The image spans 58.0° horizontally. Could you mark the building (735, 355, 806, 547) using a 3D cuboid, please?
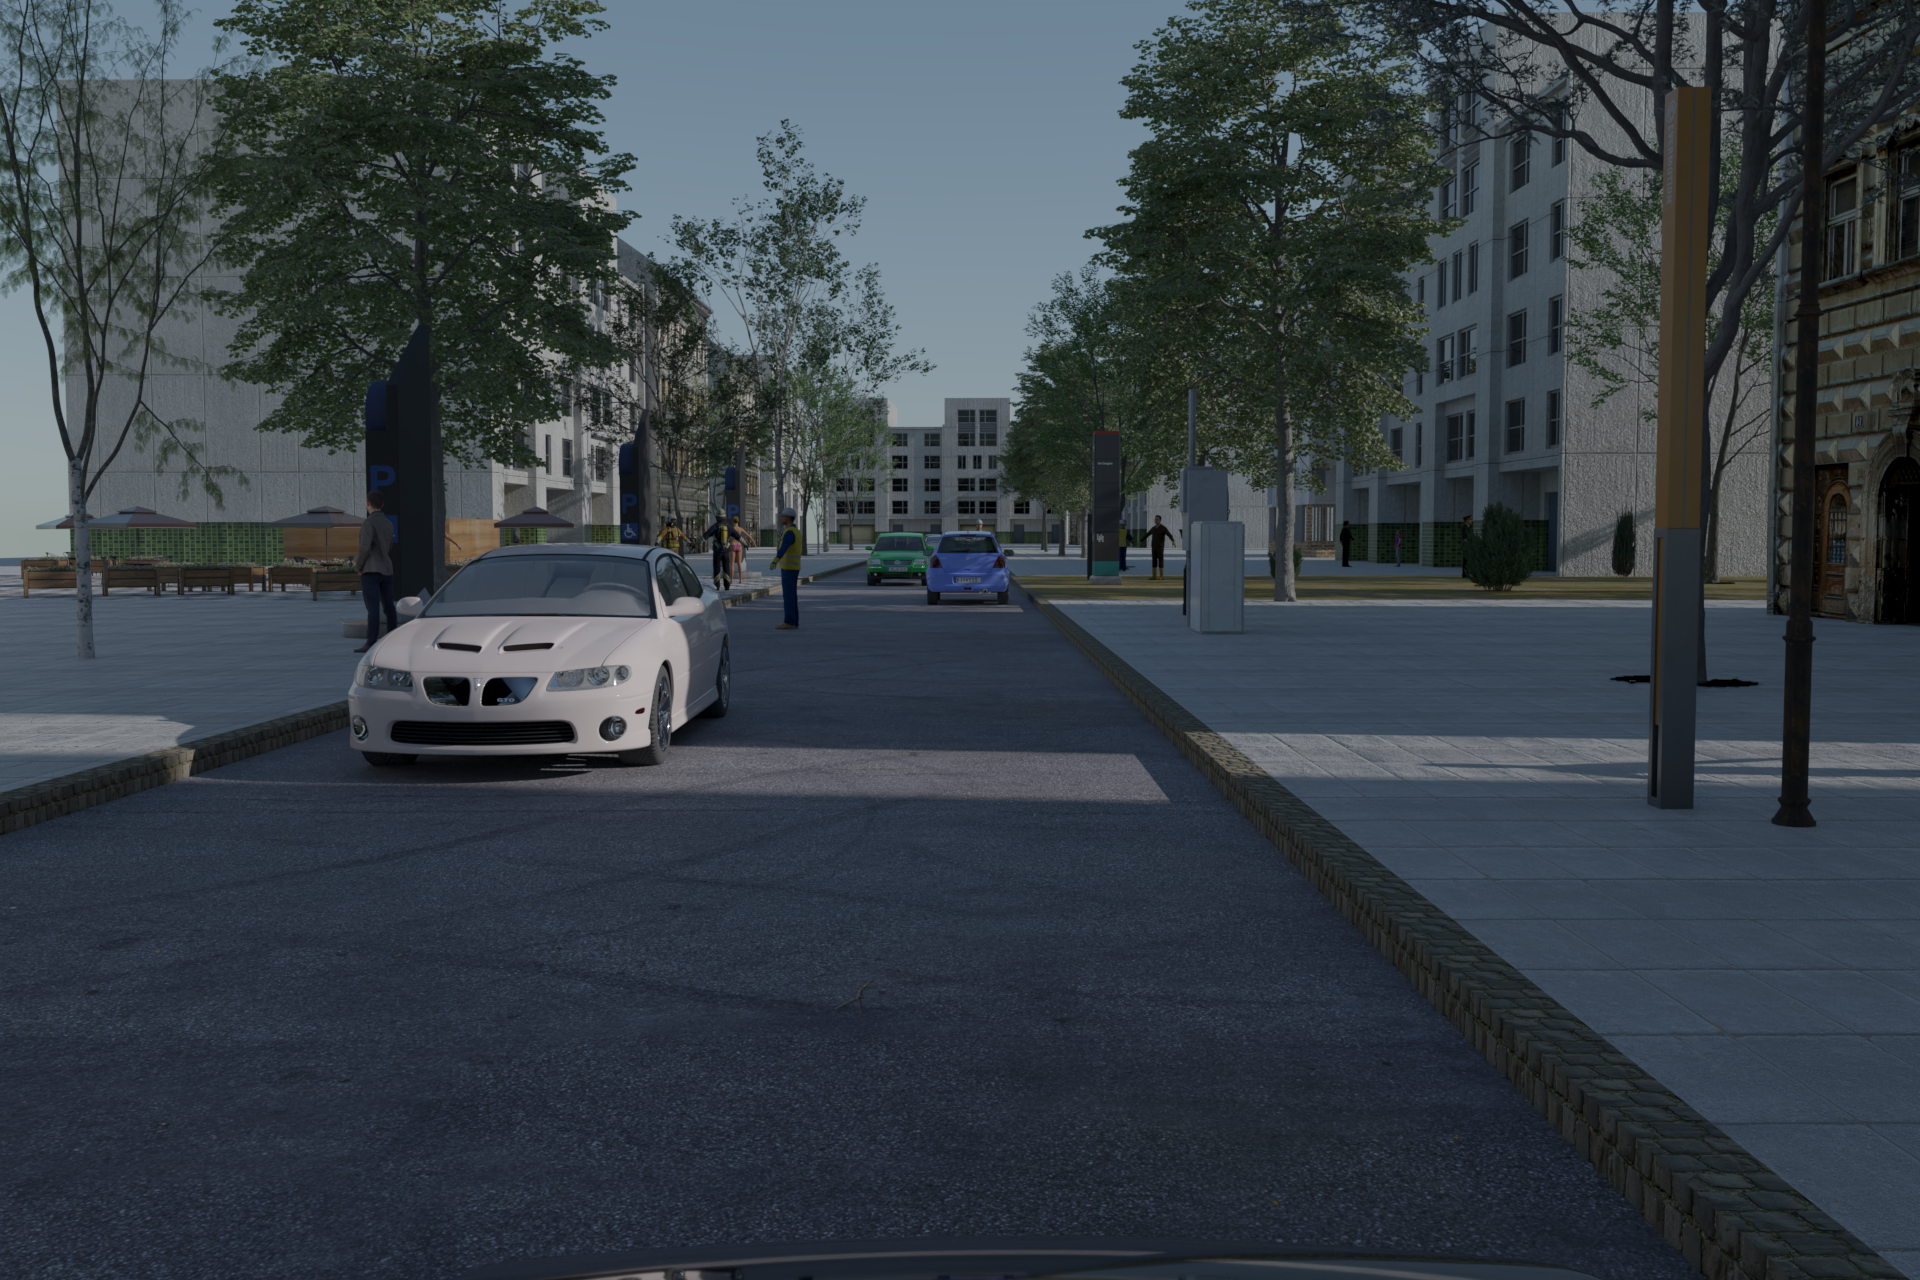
[{"bbox_3d":[-26.575,-19.578,186.561,16.747,18.905,31.486,0,4,1],"label":"building"}]

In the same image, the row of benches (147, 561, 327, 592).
[{"bbox_3d":[-16.257,-1.424,38.739,4.104,0.672,1.422,0,4,7],"label":"row of benches"}]

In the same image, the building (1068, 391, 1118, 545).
[{"bbox_3d":[22.695,-22.850,204.521,19.493,23.208,18.063,0,3,0],"label":"building"}]

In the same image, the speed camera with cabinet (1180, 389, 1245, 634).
[{"bbox_3d":[3.365,-1.759,23.090,0.660,3.252,2.038,0,4,0],"label":"speed camera with cabinet"}]

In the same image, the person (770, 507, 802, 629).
[{"bbox_3d":[-2.603,-1.084,26.149,0.705,1.833,1.349,0,4,8],"label":"person"}]

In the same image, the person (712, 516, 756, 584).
[{"bbox_3d":[-5.818,-2.317,44.685,1.217,1.733,0.721,-2,4,-27],"label":"person"}]

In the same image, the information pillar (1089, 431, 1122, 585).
[{"bbox_3d":[3.686,-3.326,43.762,0.750,3.857,0.750,0,4,-1],"label":"information pillar"}]

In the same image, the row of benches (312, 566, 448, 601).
[{"bbox_3d":[-10.595,-1.146,34.192,4.104,0.672,1.422,-1,4,-20],"label":"row of benches"}]

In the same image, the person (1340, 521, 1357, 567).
[{"bbox_3d":[15.053,-3.745,67.424,0.705,1.806,1.347,-1,4,-13],"label":"person"}]

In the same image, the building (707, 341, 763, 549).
[{"bbox_3d":[-28.817,-20.008,158.052,19.493,23.208,18.063,0,4,1],"label":"building"}]

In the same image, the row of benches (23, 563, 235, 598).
[{"bbox_3d":[-17.165,-1.259,36.055,4.104,0.672,1.422,-2,4,-30],"label":"row of benches"}]

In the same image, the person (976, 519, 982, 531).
[{"bbox_3d":[0.547,-2.512,49.380,1.347,1.847,0.705,-1,4,-11],"label":"person"}]

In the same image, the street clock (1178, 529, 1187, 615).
[{"bbox_3d":[3.622,-1.391,27.318,0.358,2.002,0.471,0,4,1],"label":"street clock"}]

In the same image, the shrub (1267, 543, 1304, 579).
[{"bbox_3d":[8.758,-2.167,46.555,1.383,1.207,1.383,0,3,0],"label":"shrub"}]

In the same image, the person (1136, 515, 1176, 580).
[{"bbox_3d":[5.478,-2.566,48.100,1.346,1.812,0.704,3,5,42],"label":"person"}]

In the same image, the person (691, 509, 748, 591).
[{"bbox_3d":[-5.420,-2.047,39.243,1.354,1.856,0.705,-2,4,-25],"label":"person"}]

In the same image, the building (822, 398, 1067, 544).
[{"bbox_3d":[-1.704,-22.172,231.418,31.486,18.905,16.747,0,4,2],"label":"building"}]

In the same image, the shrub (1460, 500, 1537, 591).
[{"bbox_3d":[12.120,-2.140,39.027,1.661,2.075,1.752,0,3,0],"label":"shrub"}]

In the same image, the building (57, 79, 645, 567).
[{"bbox_3d":[-26.558,-13.271,83.432,16.747,18.905,31.486,0,4,1],"label":"building"}]

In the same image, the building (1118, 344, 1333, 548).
[{"bbox_3d":[25.205,-18.570,170.069,16.747,18.905,31.486,0,4,0],"label":"building"}]

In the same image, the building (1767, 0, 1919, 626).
[{"bbox_3d":[22.137,-11.436,17.911,19.493,23.208,18.063,0,3,0],"label":"building"}]

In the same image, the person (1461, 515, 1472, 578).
[{"bbox_3d":[14.777,-2.719,50.383,0.705,1.837,1.347,2,4,26],"label":"person"}]

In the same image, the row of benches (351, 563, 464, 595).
[{"bbox_3d":[-10.987,-1.288,36.522,4.104,0.672,1.422,1,4,12],"label":"row of benches"}]

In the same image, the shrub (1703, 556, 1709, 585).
[{"bbox_3d":[16.198,-1.683,38.633,1.383,1.207,1.383,0,3,0],"label":"shrub"}]

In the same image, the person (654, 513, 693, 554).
[{"bbox_3d":[-7.951,-2.576,47.885,0.705,1.858,1.354,3,5,40],"label":"person"}]

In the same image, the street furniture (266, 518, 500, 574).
[{"bbox_3d":[-15.628,-2.622,49.728,11.010,1.723,9.812,0,4,1],"label":"street furniture"}]

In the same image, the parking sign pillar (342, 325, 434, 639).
[{"bbox_3d":[-7.038,-2.036,21.758,1.447,3.967,1.447,0,4,0],"label":"parking sign pillar"}]

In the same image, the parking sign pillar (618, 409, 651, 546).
[{"bbox_3d":[-6.918,-2.961,36.891,1.447,3.967,1.447,0,4,0],"label":"parking sign pillar"}]

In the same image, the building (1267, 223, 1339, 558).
[{"bbox_3d":[24.223,-15.292,106.446,16.016,20.090,11.380,0,4,0],"label":"building"}]

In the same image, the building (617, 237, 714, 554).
[{"bbox_3d":[-26.520,-16.985,108.626,19.493,23.208,18.063,0,4,1],"label":"building"}]

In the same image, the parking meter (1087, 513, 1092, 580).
[{"bbox_3d":[3.768,-2.620,48.543,0.399,1.863,0.255,0,4,0],"label":"parking meter"}]

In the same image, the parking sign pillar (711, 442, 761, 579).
[{"bbox_3d":[-6.483,-3.769,50.101,1.447,3.967,1.447,0,4,0],"label":"parking sign pillar"}]

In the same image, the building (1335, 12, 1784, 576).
[{"bbox_3d":[26.520,-12.298,67.536,16.747,18.905,31.486,0,3,0],"label":"building"}]

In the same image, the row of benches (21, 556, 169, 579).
[{"bbox_3d":[-24.564,-2.079,49.449,4.104,0.672,1.422,0,4,-2],"label":"row of benches"}]

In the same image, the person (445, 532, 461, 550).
[{"bbox_3d":[-12.110,-2.058,39.794,0.704,1.843,1.345,3,5,43],"label":"person"}]
